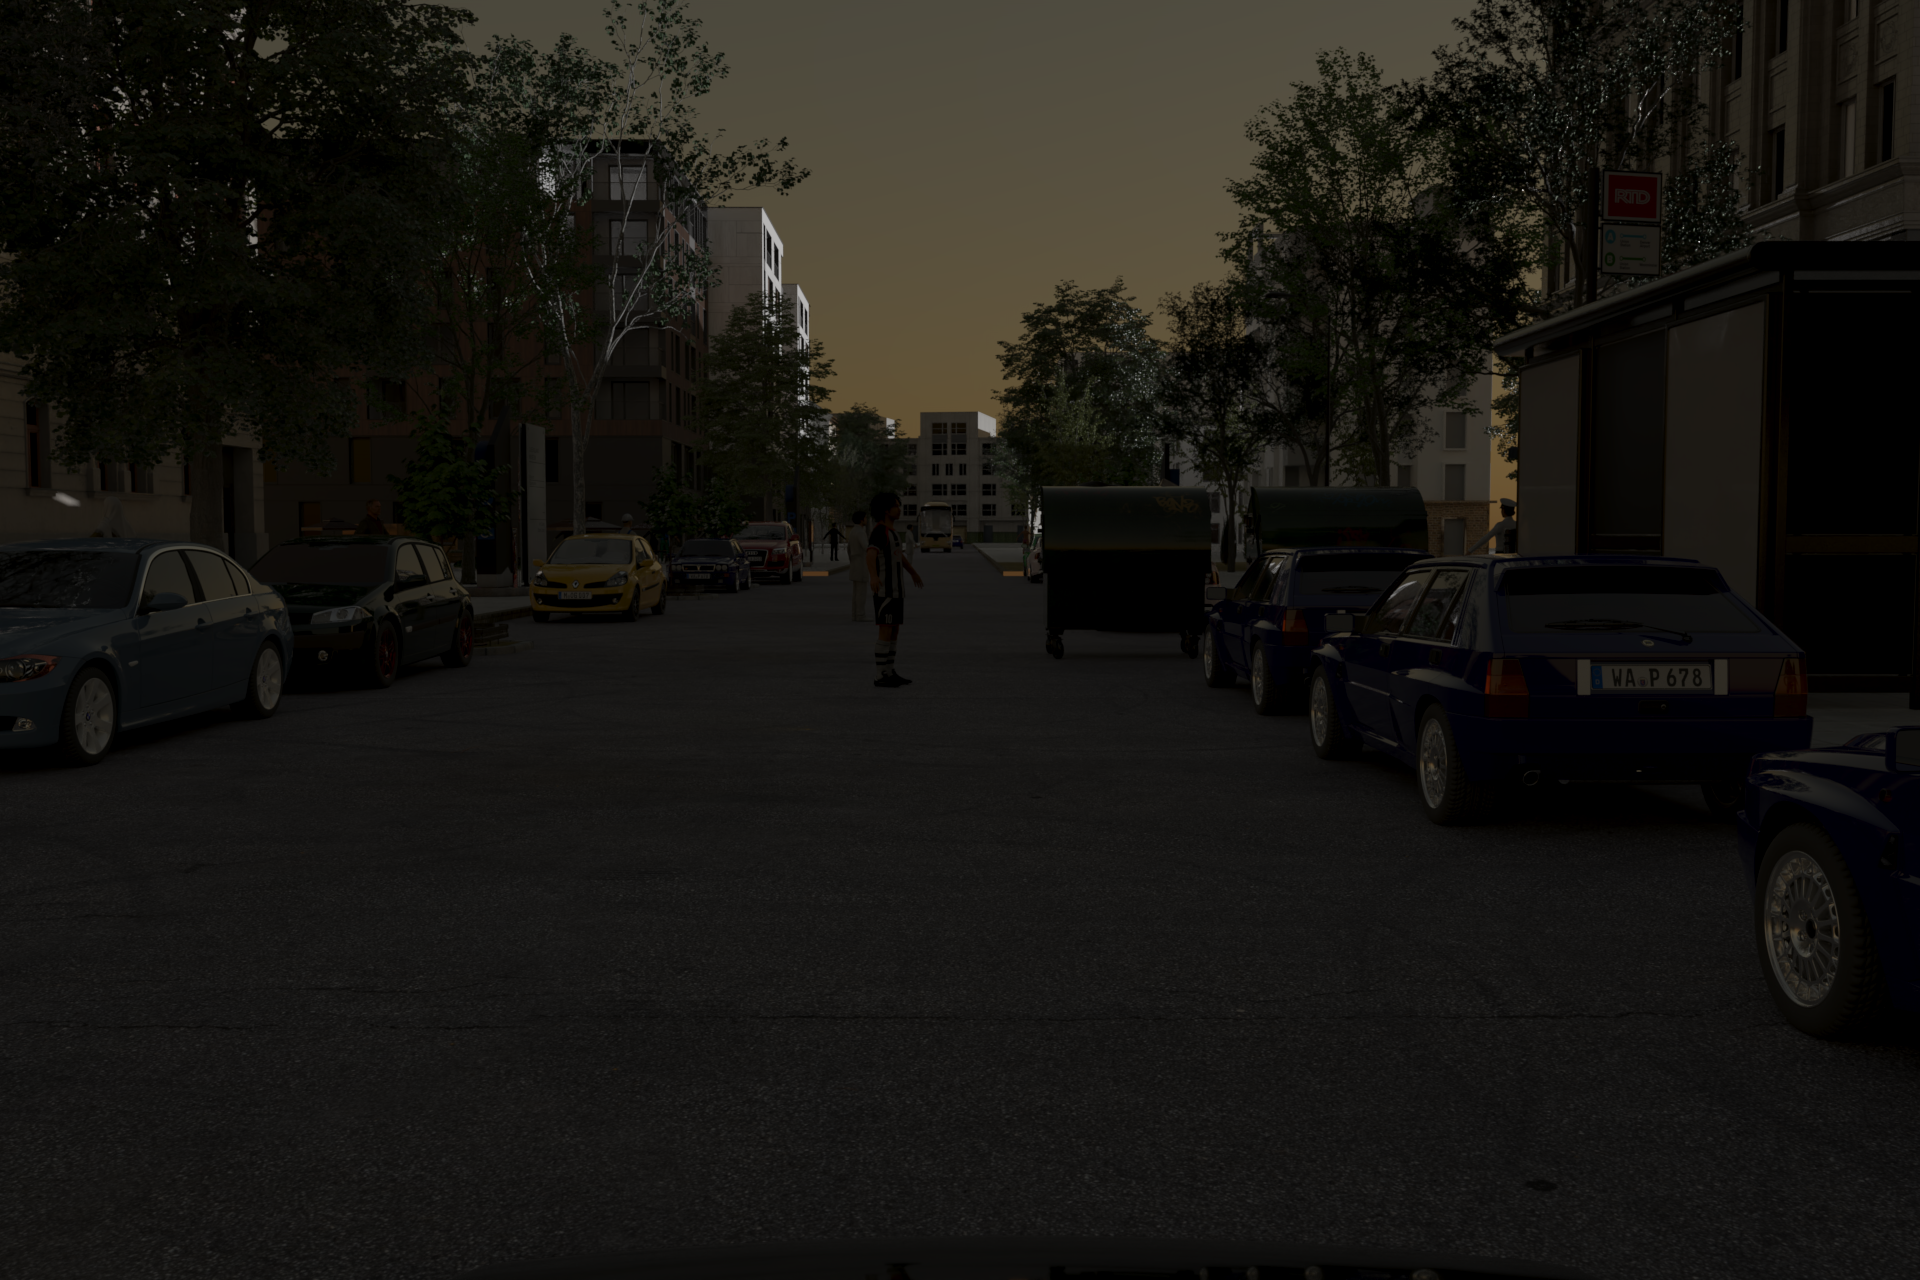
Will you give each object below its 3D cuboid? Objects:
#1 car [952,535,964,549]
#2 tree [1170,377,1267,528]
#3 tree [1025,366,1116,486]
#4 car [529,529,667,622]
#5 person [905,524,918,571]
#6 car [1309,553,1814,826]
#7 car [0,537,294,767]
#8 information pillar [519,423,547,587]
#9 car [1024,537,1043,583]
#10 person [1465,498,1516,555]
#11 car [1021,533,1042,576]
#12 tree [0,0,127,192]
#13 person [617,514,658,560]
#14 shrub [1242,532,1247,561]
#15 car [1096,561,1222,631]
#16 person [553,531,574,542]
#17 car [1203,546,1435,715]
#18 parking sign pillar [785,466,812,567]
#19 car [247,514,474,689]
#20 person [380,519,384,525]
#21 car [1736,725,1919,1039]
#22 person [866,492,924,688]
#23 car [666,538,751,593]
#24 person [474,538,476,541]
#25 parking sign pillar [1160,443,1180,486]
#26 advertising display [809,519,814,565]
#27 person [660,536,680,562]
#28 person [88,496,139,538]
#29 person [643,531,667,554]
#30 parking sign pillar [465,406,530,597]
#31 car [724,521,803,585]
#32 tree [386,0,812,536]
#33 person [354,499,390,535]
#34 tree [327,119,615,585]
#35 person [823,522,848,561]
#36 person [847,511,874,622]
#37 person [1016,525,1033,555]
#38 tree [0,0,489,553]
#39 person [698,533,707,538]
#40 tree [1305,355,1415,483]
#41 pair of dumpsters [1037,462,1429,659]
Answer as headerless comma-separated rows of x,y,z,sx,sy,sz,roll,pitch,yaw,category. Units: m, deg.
-0.551,-9.350,165.455,1.945,1.354,3.894,0,4,-1,car
11.250,-7.513,73.206,4.737,8.622,4.395,0,3,0,tree
4.911,-7.647,75.389,4.737,8.622,4.395,0,3,0,tree
-6.119,-1.178,29.480,2.015,1.641,3.980,0,4,0,car
-1.903,-3.557,66.804,0.705,1.806,1.347,-1,4,-16,person
3.156,0.166,9.858,1.945,1.354,3.894,0,4,-1,car
-6.215,-0.011,12.177,2.014,1.417,4.499,0,4,0,car
-9.258,-2.829,37.571,0.184,3.620,1.656,0,4,0,information pillar
2.973,-2.417,51.874,2.083,1.381,4.827,0,4,0,car
7.454,-1.060,23.784,1.216,1.778,0.721,-1,4,-18,person
3.035,-2.975,57.440,1.959,1.807,4.718,0,4,-1,car
-12.350,-6.314,13.611,12.009,13.543,11.850,0,3,0,tree
-6.791,-1.662,35.481,1.347,1.847,0.705,2,4,28,person
11.433,-3.746,65.282,1.661,2.075,1.752,0,3,0,shrub
2.902,-0.895,27.000,2.083,1.381,4.827,0,4,-1,car
-18.255,-4.553,80.585,1.346,1.812,0.704,-1,4,-8,person
3.186,-0.150,15.032,1.945,1.354,3.894,0,4,-1,car
-6.538,-4.853,67.824,1.447,3.967,1.447,0,4,0,parking sign pillar
-6.161,-0.459,17.293,2.009,1.686,4.222,0,3,0,car
-18.695,-2.993,55.517,0.750,1.759,0.617,0,4,3,person
3.255,0.539,3.768,1.945,1.354,3.894,0,3,0,car
-0.650,-0.472,16.320,0.704,1.843,1.345,1,4,16,person
-6.255,-1.877,43.263,1.945,1.354,3.894,0,4,0,car
-18.782,-3.585,67.885,0.991,1.433,0.599,-2,4,-30,person
6.282,-3.889,52.064,1.447,3.967,1.447,0,4,0,parking sign pillar
-6.249,-4.137,72.858,0.123,1.923,0.974,0,4,1,advertising display
-13.638,-4.520,80.032,1.347,1.817,0.704,0,4,0,person
-10.345,-0.871,21.015,0.721,1.736,1.217,1,4,14,person
-13.774,-4.386,77.894,1.347,1.806,0.705,-2,4,-35,person
-9.659,-2.899,35.866,1.447,3.967,1.447,0,4,0,parking sign pillar
-5.787,-2.579,50.837,2.281,1.827,5.304,0,4,0,car
-11.671,-12.255,56.263,12.611,20.169,13.585,0,3,0,tree
-8.744,-1.208,25.923,0.705,1.807,1.348,1,4,15,person
-12.389,-7.217,43.754,9.928,11.665,9.643,0,3,0,tree
-5.985,-4.685,82.539,1.347,1.837,0.705,2,4,23,person
-1.618,-1.211,28.444,0.705,1.806,1.347,-1,4,-23,person
3.425,-5.036,89.139,1.217,1.733,0.721,2,4,29,person
-12.347,-7.419,27.950,9.857,13.997,8.962,0,3,0,tree
-9.284,-3.549,64.300,1.348,1.796,0.705,2,4,25,person
15.627,-7.110,66.612,4.737,8.622,4.395,0,3,0,tree
3.124,-0.939,20.299,4.436,2.255,1.574,0,4,0,pair of dumpsters
